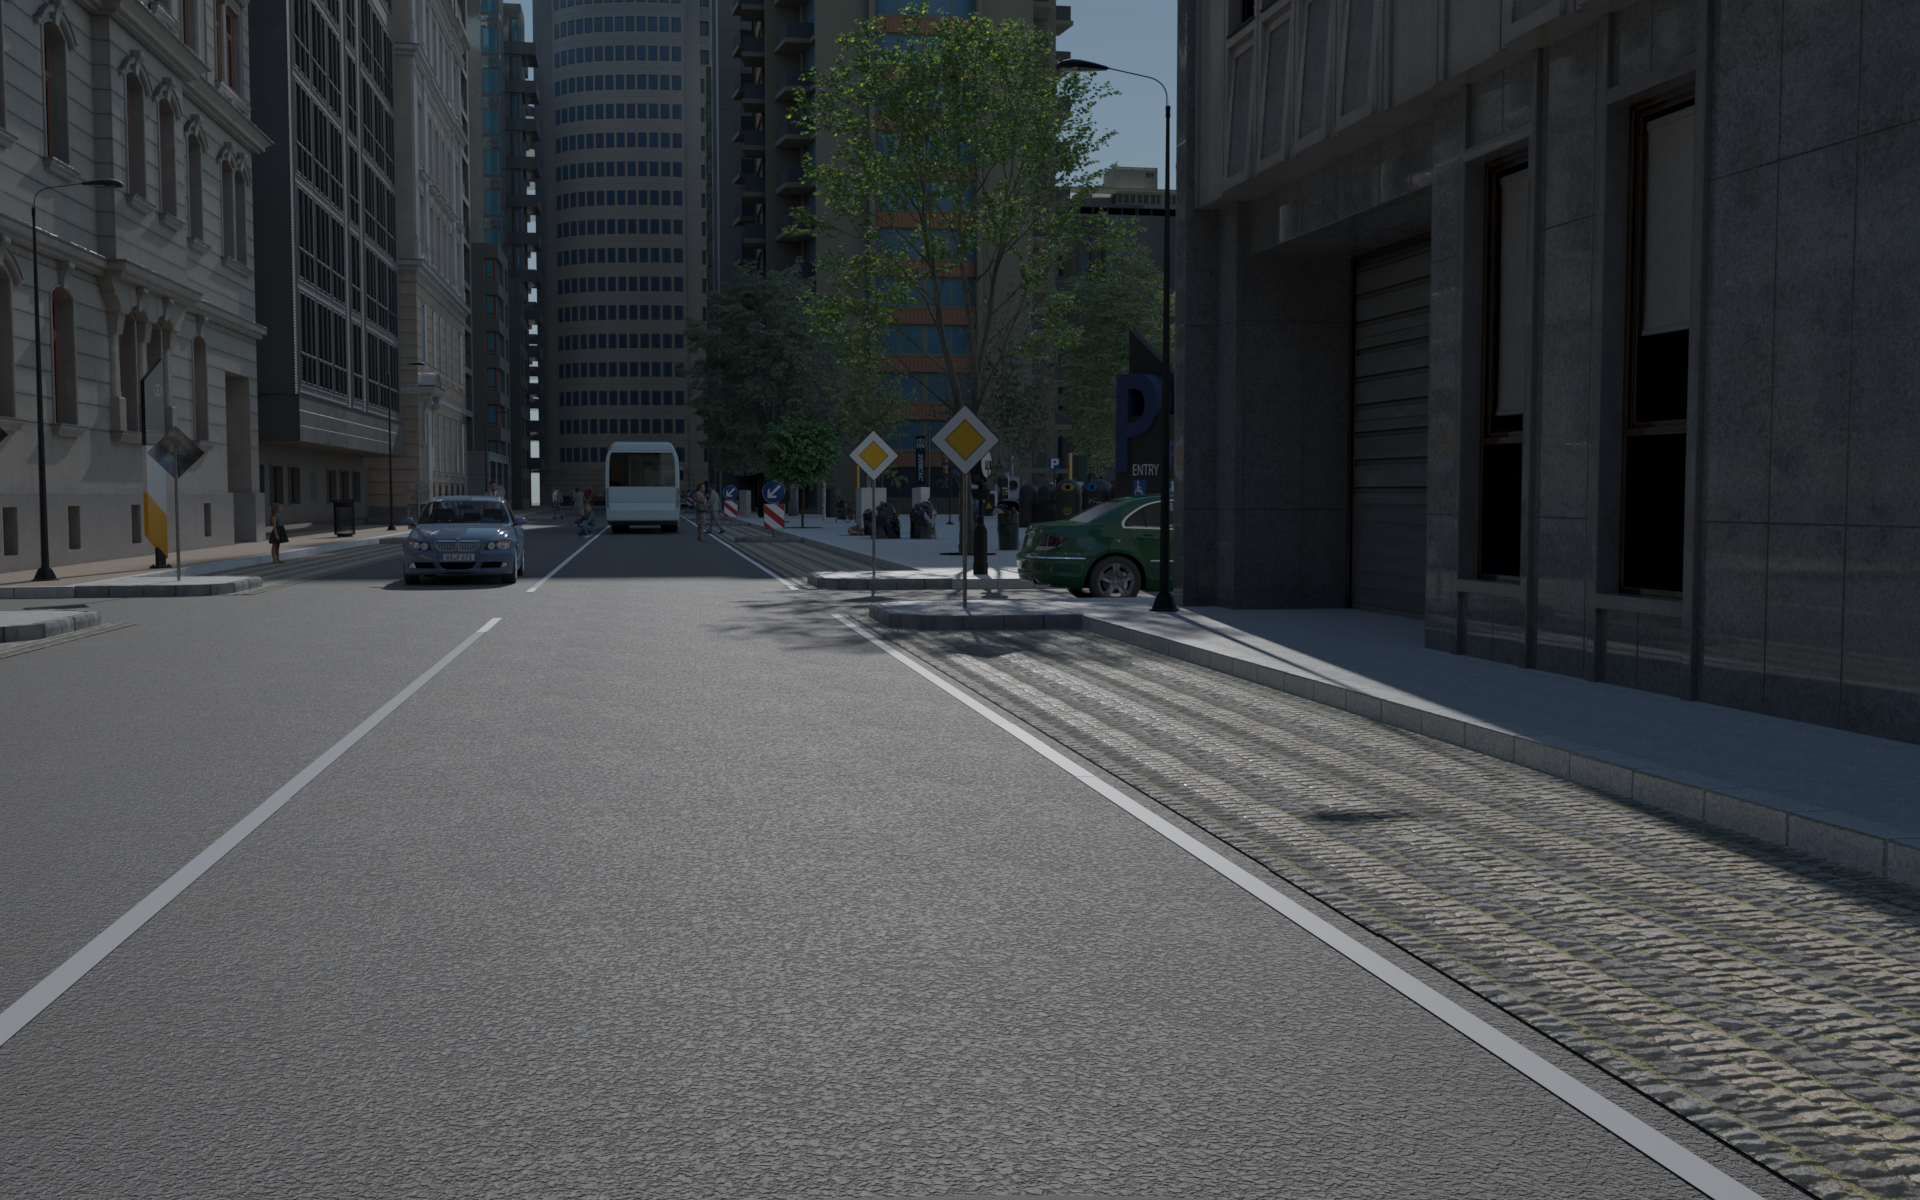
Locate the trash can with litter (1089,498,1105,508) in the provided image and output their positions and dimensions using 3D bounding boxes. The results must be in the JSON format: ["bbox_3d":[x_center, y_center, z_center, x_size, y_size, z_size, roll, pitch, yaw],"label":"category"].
[{"bbox_3d":[2.384,-1.391,33.807,1.678,1.210,2.233,3,4,39],"label":"trash can with litter"}]

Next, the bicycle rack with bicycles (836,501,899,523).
[{"bbox_3d":[-4.116,-3.939,77.777,2.852,0.926,2.925,2,4,34],"label":"bicycle rack with bicycles"}]

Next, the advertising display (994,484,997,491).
[{"bbox_3d":[2.156,-5.426,93.927,0.123,1.923,0.974,-2,4,-31],"label":"advertising display"}]

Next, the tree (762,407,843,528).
[{"bbox_3d":[-5.964,-4.980,65.135,4.285,4.588,4.351,0,3,0],"label":"tree"}]

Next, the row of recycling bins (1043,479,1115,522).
[{"bbox_3d":[4.128,-2.474,47.558,3.534,1.692,1.069,2,4,35],"label":"row of recycling bins"}]

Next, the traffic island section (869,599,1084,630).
[{"bbox_3d":[0.074,0.165,19.583,2.009,0.180,2.903,-1,4,-10],"label":"traffic island section"}]

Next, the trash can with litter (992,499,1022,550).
[{"bbox_3d":[1.094,-1.742,39.868,0.624,1.170,1.055,0,4,8],"label":"trash can with litter"}]

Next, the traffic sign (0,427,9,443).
[{"bbox_3d":[-10.132,-0.859,17.693,0.795,2.450,0.064,-1,4,-10],"label":"traffic sign"}]

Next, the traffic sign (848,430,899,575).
[{"bbox_3d":[-1.365,-1.451,27.361,0.795,2.450,0.064,-1,4,-10],"label":"traffic sign"}]

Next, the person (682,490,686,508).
[{"bbox_3d":[-26.909,-9.758,167.918,0.709,1.838,0.599,2,4,34],"label":"person"}]

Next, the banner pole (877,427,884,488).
[{"bbox_3d":[-3.007,-4.603,65.276,0.401,3.779,0.863,-1,4,-19],"label":"banner pole"}]

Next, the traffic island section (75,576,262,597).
[{"bbox_3d":[-11.571,-0.204,25.609,2.009,0.180,2.903,-1,4,-10],"label":"traffic island section"}]

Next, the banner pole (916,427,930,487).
[{"bbox_3d":[-1.357,-4.599,65.214,0.863,3.779,0.401,3,4,37],"label":"banner pole"}]

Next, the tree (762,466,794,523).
[{"bbox_3d":[-8.069,-5.095,77.907,1.663,3.219,1.824,0,3,0],"label":"tree"}]

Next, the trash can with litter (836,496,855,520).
[{"bbox_3d":[-5.670,-4.596,86.540,1.055,1.170,0.624,1,4,15],"label":"trash can with litter"}]

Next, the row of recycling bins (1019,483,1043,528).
[{"bbox_3d":[3.800,-3.583,65.687,3.534,1.692,1.069,2,4,30],"label":"row of recycling bins"}]

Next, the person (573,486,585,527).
[{"bbox_3d":[-16.491,-4.075,75.483,0.716,1.782,0.532,0,4,-2],"label":"person"}]

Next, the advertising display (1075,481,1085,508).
[{"bbox_3d":[5.573,-4.838,84.312,0.974,1.923,0.123,1,4,14],"label":"advertising display"}]

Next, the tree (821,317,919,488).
[{"bbox_3d":[-3.743,-7.413,71.562,4.737,8.622,4.395,0,3,0],"label":"tree"}]

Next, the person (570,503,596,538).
[{"bbox_3d":[-12.229,-2.602,56.535,0.738,1.151,1.012,-2,4,-29],"label":"person"}]

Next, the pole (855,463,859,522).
[{"bbox_3d":[-4.706,-5.219,79.167,0.158,3.312,0.155,0,3,0],"label":"pole"}]

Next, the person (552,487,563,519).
[{"bbox_3d":[-22.997,-5.529,99.002,0.850,1.850,0.679,3,4,39],"label":"person"}]

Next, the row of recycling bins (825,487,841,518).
[{"bbox_3d":[-7.144,-5.459,96.363,1.069,1.692,3.534,0,4,-5],"label":"row of recycling bins"}]

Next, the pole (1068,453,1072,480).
[{"bbox_3d":[5.438,-5.620,85.726,0.158,3.312,0.155,0,3,0],"label":"pole"}]

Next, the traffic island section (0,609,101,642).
[{"bbox_3d":[-10.154,0.277,17.750,2.009,0.180,2.903,-1,4,-10],"label":"traffic island section"}]

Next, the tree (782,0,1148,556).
[{"bbox_3d":[0.147,-6.754,36.179,9.928,11.665,9.643,0,3,0],"label":"tree"}]

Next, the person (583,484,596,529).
[{"bbox_3d":[-15.169,-3.829,71.083,0.580,1.828,0.573,1,4,11],"label":"person"}]

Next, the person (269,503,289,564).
[{"bbox_3d":[-13.959,-1.366,35.498,0.373,1.253,0.362,1,4,9],"label":"person"}]

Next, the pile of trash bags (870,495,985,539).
[{"bbox_3d":[-0.955,-2.457,49.916,3.447,1.369,1.912,1,4,16],"label":"pile of trash bags"}]

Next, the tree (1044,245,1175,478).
[{"bbox_3d":[7.587,-9.829,78.833,7.486,12.596,7.792,0,3,0],"label":"tree"}]

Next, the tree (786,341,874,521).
[{"bbox_3d":[-6.308,-8.113,83.007,4.360,8.622,3.978,0,3,0],"label":"tree"}]

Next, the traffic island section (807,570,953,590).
[{"bbox_3d":[-1.343,-0.316,27.442,2.009,0.180,2.903,-1,4,-10],"label":"traffic island section"}]

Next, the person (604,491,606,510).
[{"bbox_3d":[-31.059,-8.745,152.270,0.721,1.735,1.217,-2,4,-29],"label":"person"}]

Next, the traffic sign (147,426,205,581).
[{"bbox_3d":[-11.550,-1.340,25.552,0.795,2.450,0.064,-1,4,-10],"label":"traffic sign"}]

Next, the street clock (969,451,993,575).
[{"bbox_3d":[0.328,-1.409,27.605,0.358,2.002,0.471,2,4,24],"label":"street clock"}]

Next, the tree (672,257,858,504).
[{"bbox_3d":[-10.084,-11.355,92.313,9.857,13.997,8.962,0,3,0],"label":"tree"}]

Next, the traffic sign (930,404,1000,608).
[{"bbox_3d":[0.052,-0.970,19.502,0.795,2.450,0.064,-1,4,-10],"label":"traffic sign"}]

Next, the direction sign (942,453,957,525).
[{"bbox_3d":[-0.425,-4.940,72.769,0.379,3.537,0.876,3,5,45],"label":"direction sign"}]

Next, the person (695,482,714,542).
[{"bbox_3d":[-7.736,-2.651,52.210,0.532,1.782,0.716,0,4,3],"label":"person"}]

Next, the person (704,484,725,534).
[{"bbox_3d":[-8.830,-3.266,62.175,0.850,1.792,0.678,1,4,11],"label":"person"}]

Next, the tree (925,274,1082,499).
[{"bbox_3d":[1.787,-6.655,59.171,4.360,8.622,3.978,0,3,0],"label":"tree"}]

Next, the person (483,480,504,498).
[{"bbox_3d":[-11.945,-2.178,44.377,0.678,1.792,0.850,-1,4,-18],"label":"person"}]
